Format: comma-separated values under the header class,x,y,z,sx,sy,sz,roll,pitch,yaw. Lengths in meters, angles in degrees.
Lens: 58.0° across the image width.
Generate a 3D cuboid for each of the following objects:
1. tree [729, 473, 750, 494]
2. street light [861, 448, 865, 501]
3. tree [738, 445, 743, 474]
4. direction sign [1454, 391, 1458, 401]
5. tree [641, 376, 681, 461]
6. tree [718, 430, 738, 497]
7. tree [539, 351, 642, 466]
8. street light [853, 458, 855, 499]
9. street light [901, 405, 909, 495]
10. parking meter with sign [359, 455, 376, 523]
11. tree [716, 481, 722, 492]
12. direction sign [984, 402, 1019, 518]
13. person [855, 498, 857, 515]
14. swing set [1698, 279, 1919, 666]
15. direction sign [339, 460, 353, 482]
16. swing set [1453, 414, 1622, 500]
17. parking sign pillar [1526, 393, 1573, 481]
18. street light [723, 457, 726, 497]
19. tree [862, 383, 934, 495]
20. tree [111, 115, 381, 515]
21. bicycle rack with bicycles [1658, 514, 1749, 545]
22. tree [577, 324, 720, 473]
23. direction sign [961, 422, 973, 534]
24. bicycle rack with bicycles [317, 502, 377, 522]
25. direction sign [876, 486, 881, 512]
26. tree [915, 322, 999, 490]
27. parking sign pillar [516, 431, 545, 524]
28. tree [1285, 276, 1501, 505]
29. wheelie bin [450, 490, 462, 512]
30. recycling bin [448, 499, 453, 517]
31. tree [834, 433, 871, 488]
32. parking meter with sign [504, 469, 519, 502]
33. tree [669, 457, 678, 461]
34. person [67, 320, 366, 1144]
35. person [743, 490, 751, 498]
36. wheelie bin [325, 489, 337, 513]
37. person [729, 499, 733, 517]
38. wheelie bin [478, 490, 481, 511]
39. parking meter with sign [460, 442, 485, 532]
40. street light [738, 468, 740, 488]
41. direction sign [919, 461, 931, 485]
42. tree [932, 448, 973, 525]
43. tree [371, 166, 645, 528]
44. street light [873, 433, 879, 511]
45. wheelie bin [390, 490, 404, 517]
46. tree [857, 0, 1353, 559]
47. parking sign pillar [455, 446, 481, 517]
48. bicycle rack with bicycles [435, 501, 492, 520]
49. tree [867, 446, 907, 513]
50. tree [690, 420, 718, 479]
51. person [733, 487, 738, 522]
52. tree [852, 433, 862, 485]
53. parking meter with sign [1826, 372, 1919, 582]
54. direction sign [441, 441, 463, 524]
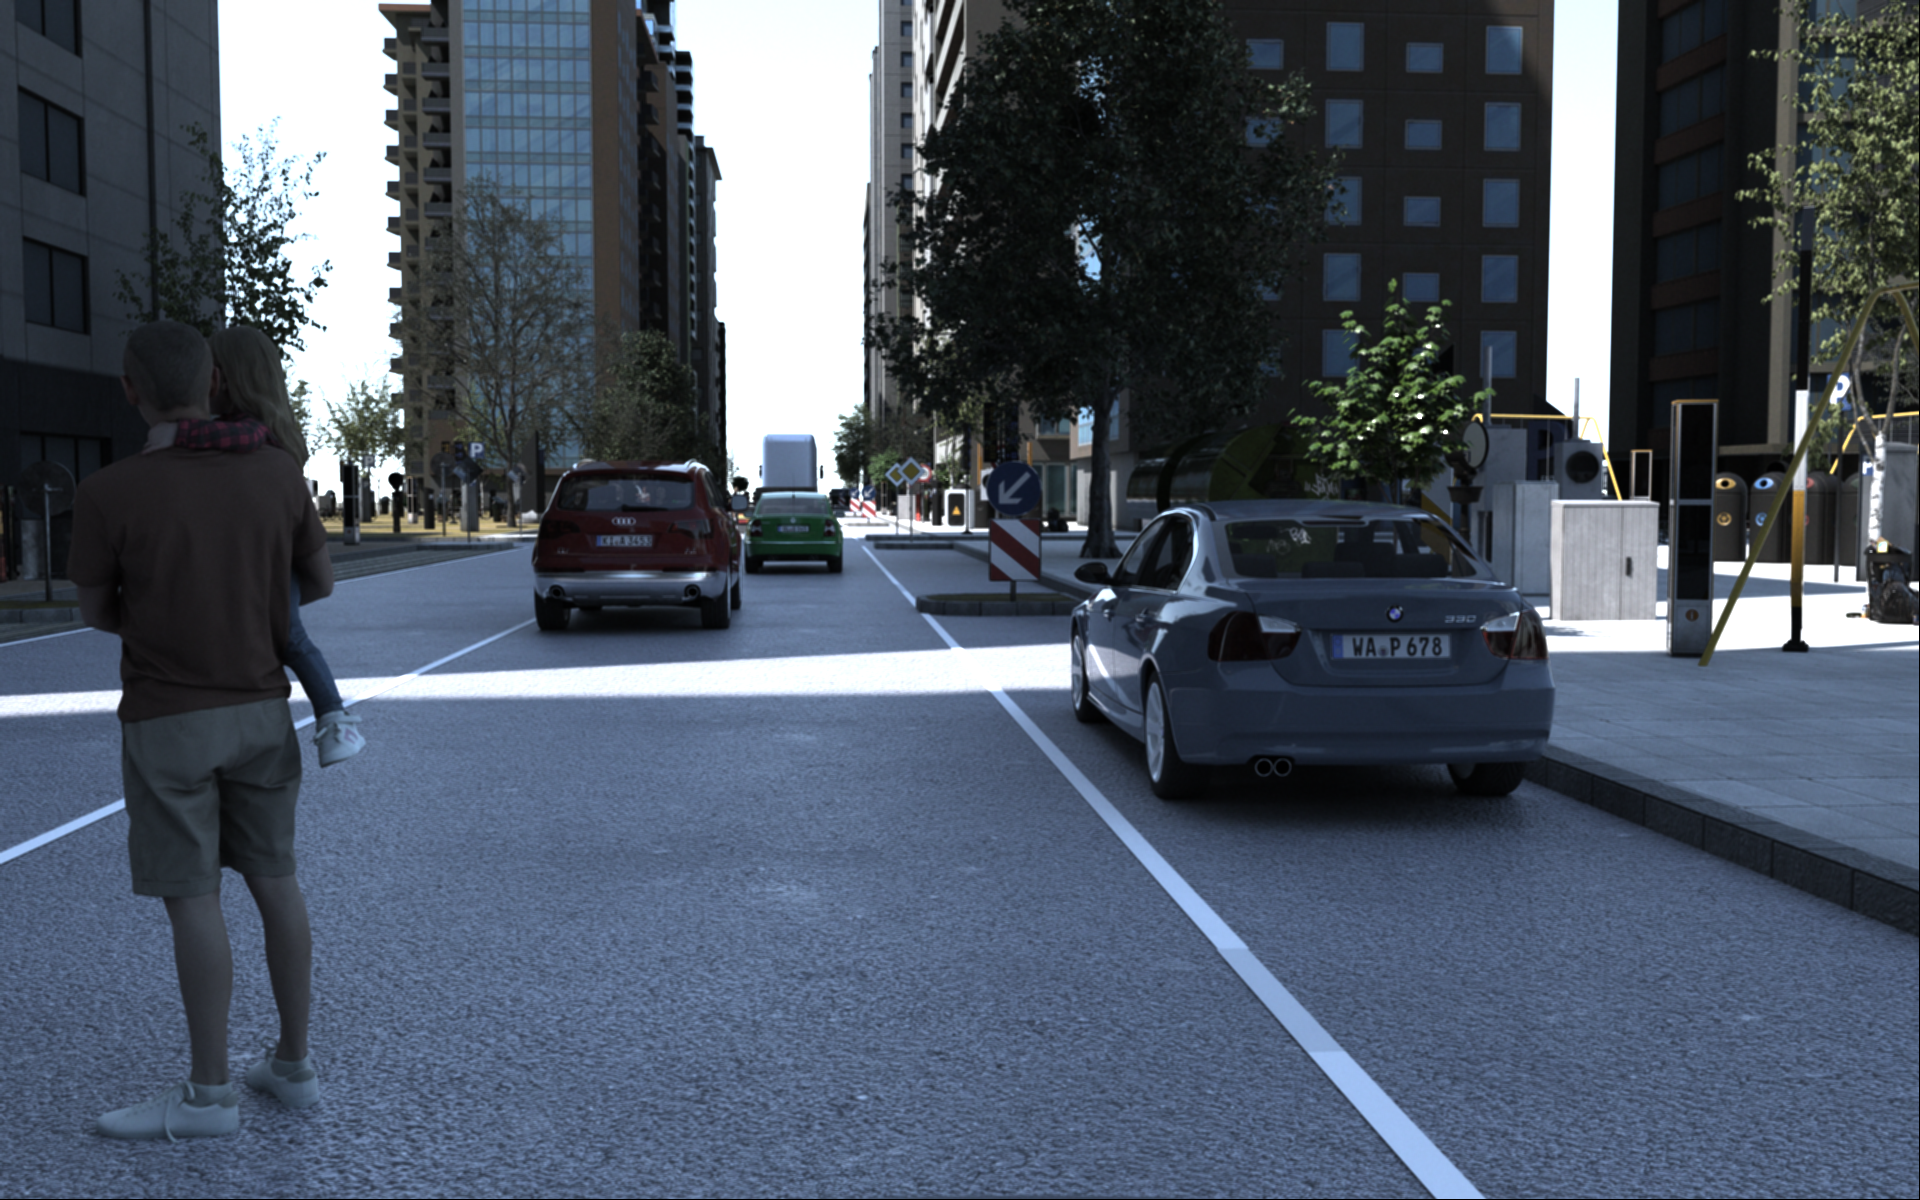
class,x,y,z,sx,sy,sz,roll,pitch,yaw
tree,-33.967,-17.336,267.160,4.285,4.588,4.351,0,3,0
street light,-9.223,-11.763,165.104,0.468,5.910,1.993,0,4,-5
tree,-32.256,-17.800,241.388,4.360,8.622,3.978,0,3,0
direction sign,10.521,-2.811,37.952,0.876,3.537,0.379,-2,4,-24
tree,-19.878,-9.576,106.924,4.360,8.622,3.978,0,3,0
tree,-26.516,-14.246,183.277,4.360,8.622,3.978,0,3,0
tree,-18.557,-8.375,87.299,4.360,8.622,3.978,0,3,0
street light,-12.556,-14.195,204.876,0.468,5.910,1.993,0,4,-5
street light,-2.871,-7.147,89.645,0.468,5.910,1.993,0,4,-5
parking meter with sign,-26.974,-5.031,78.511,0.543,3.016,1.738,-2,4,-33
tree,-28.811,-12.700,202.247,1.663,3.219,1.824,0,3,0
direction sign,1.011,-3.102,42.722,0.876,3.537,0.379,1,4,14
person,-7.012,-6.307,115.895,0.425,1.301,0.394,1,4,13
swing set,7.138,-0.851,11.530,2.862,2.851,3.119,0,4,-8
direction sign,-41.169,-7.600,116.251,0.876,3.537,0.379,-1,4,-16
swing set,11.534,-2.256,34.513,3.119,2.851,2.862,-1,4,-22
parking sign pillar,15.610,-3.499,45.684,1.447,3.967,1.447,-3,4,-38
street light,-28.891,-14.662,212.503,0.468,5.910,1.993,0,4,-5
tree,-3.097,-9.714,109.182,4.360,8.622,3.978,0,3,0
tree,-14.161,-5.107,33.868,4.737,8.622,4.395,0,3,0
bicycle rack with bicycles,18.715,-1.836,43.400,2.852,0.926,2.925,-3,4,-37
tree,-21.026,-12.220,116.813,9.611,12.733,9.660,0,3,0
direction sign,0.230,-3.861,55.129,0.379,3.537,0.876,1,4,12
bicycle rack with bicycles,-28.894,-4.156,81.337,2.925,0.926,2.852,-2,4,-28
direction sign,-5.948,-8.222,126.428,0.379,3.537,0.876,3,5,43
tree,-0.078,-7.095,66.358,4.737,8.622,4.395,0,3,0
parking sign pillar,-18.472,-5.287,74.908,1.447,3.967,1.447,-3,5,-44
tree,3.889,-1.280,15.536,1.663,3.219,1.824,0,3,0
wheelie bin,-36.254,-7.157,124.932,0.693,1.594,0.980,2,4,31
recycling bin,-29.122,-5.229,98.042,0.722,1.027,0.722,-2,4,-26
tree,-12.255,-15.289,200.338,4.737,8.622,4.395,0,3,0
parking meter with sign,-30.097,-7.435,117.829,1.738,3.016,0.543,2,4,24
tree,-23.845,-9.823,144.315,4.285,4.588,4.351,0,3,0
person,-1.701,0.272,4.021,0.573,1.828,0.580,0,4,-6
person,-22.322,-10.494,180.037,1.348,1.831,0.705,-2,4,-27
wheelie bin,-43.353,-6.810,119.250,0.980,1.594,0.693,3,4,36
person,-8.699,-3.190,65.340,0.352,1.250,0.332,-3,4,-36
wheelie bin,-35.222,-7.244,126.339,0.980,1.594,0.693,-1,4,-13
parking meter with sign,-16.621,-3.826,58.816,0.543,3.016,1.738,-2,4,-30
street light,-32.067,-17.041,251.414,0.468,5.910,1.993,0,4,-5
direction sign,-2.399,-7.770,119.038,0.876,3.537,0.379,1,4,19
tree,-0.248,-4.769,72.567,1.663,3.219,1.824,0,3,0
tree,-17.359,-9.522,66.050,12.009,13.543,11.850,0,3,0
street light,-6.220,-9.534,128.661,0.468,5.910,1.993,0,4,-5
wheelie bin,-31.093,-5.376,95.803,0.693,1.594,0.980,-2,4,-30
tree,2.837,-7.179,34.389,9.611,12.733,9.660,0,3,0
parking sign pillar,-27.405,-6.605,96.459,1.447,3.967,1.447,0,4,-2
bicycle rack with bicycles,-25.147,-4.467,86.414,2.925,0.926,2.852,0,4,6
tree,-4.635,-8.165,117.219,4.285,4.588,4.351,0,3,0
tree,-24.962,-12.753,158.878,4.360,8.622,3.978,0,3,0
person,-11.808,-4.924,89.218,0.699,1.804,1.509,3,4,36
tree,-5.987,-11.432,137.278,4.360,8.622,3.978,0,3,0
parking meter with sign,13.529,-1.770,25.205,1.738,3.016,0.543,-1,4,-11
direction sign,-21.826,-5.048,74.535,0.876,3.537,0.379,-1,4,-15
